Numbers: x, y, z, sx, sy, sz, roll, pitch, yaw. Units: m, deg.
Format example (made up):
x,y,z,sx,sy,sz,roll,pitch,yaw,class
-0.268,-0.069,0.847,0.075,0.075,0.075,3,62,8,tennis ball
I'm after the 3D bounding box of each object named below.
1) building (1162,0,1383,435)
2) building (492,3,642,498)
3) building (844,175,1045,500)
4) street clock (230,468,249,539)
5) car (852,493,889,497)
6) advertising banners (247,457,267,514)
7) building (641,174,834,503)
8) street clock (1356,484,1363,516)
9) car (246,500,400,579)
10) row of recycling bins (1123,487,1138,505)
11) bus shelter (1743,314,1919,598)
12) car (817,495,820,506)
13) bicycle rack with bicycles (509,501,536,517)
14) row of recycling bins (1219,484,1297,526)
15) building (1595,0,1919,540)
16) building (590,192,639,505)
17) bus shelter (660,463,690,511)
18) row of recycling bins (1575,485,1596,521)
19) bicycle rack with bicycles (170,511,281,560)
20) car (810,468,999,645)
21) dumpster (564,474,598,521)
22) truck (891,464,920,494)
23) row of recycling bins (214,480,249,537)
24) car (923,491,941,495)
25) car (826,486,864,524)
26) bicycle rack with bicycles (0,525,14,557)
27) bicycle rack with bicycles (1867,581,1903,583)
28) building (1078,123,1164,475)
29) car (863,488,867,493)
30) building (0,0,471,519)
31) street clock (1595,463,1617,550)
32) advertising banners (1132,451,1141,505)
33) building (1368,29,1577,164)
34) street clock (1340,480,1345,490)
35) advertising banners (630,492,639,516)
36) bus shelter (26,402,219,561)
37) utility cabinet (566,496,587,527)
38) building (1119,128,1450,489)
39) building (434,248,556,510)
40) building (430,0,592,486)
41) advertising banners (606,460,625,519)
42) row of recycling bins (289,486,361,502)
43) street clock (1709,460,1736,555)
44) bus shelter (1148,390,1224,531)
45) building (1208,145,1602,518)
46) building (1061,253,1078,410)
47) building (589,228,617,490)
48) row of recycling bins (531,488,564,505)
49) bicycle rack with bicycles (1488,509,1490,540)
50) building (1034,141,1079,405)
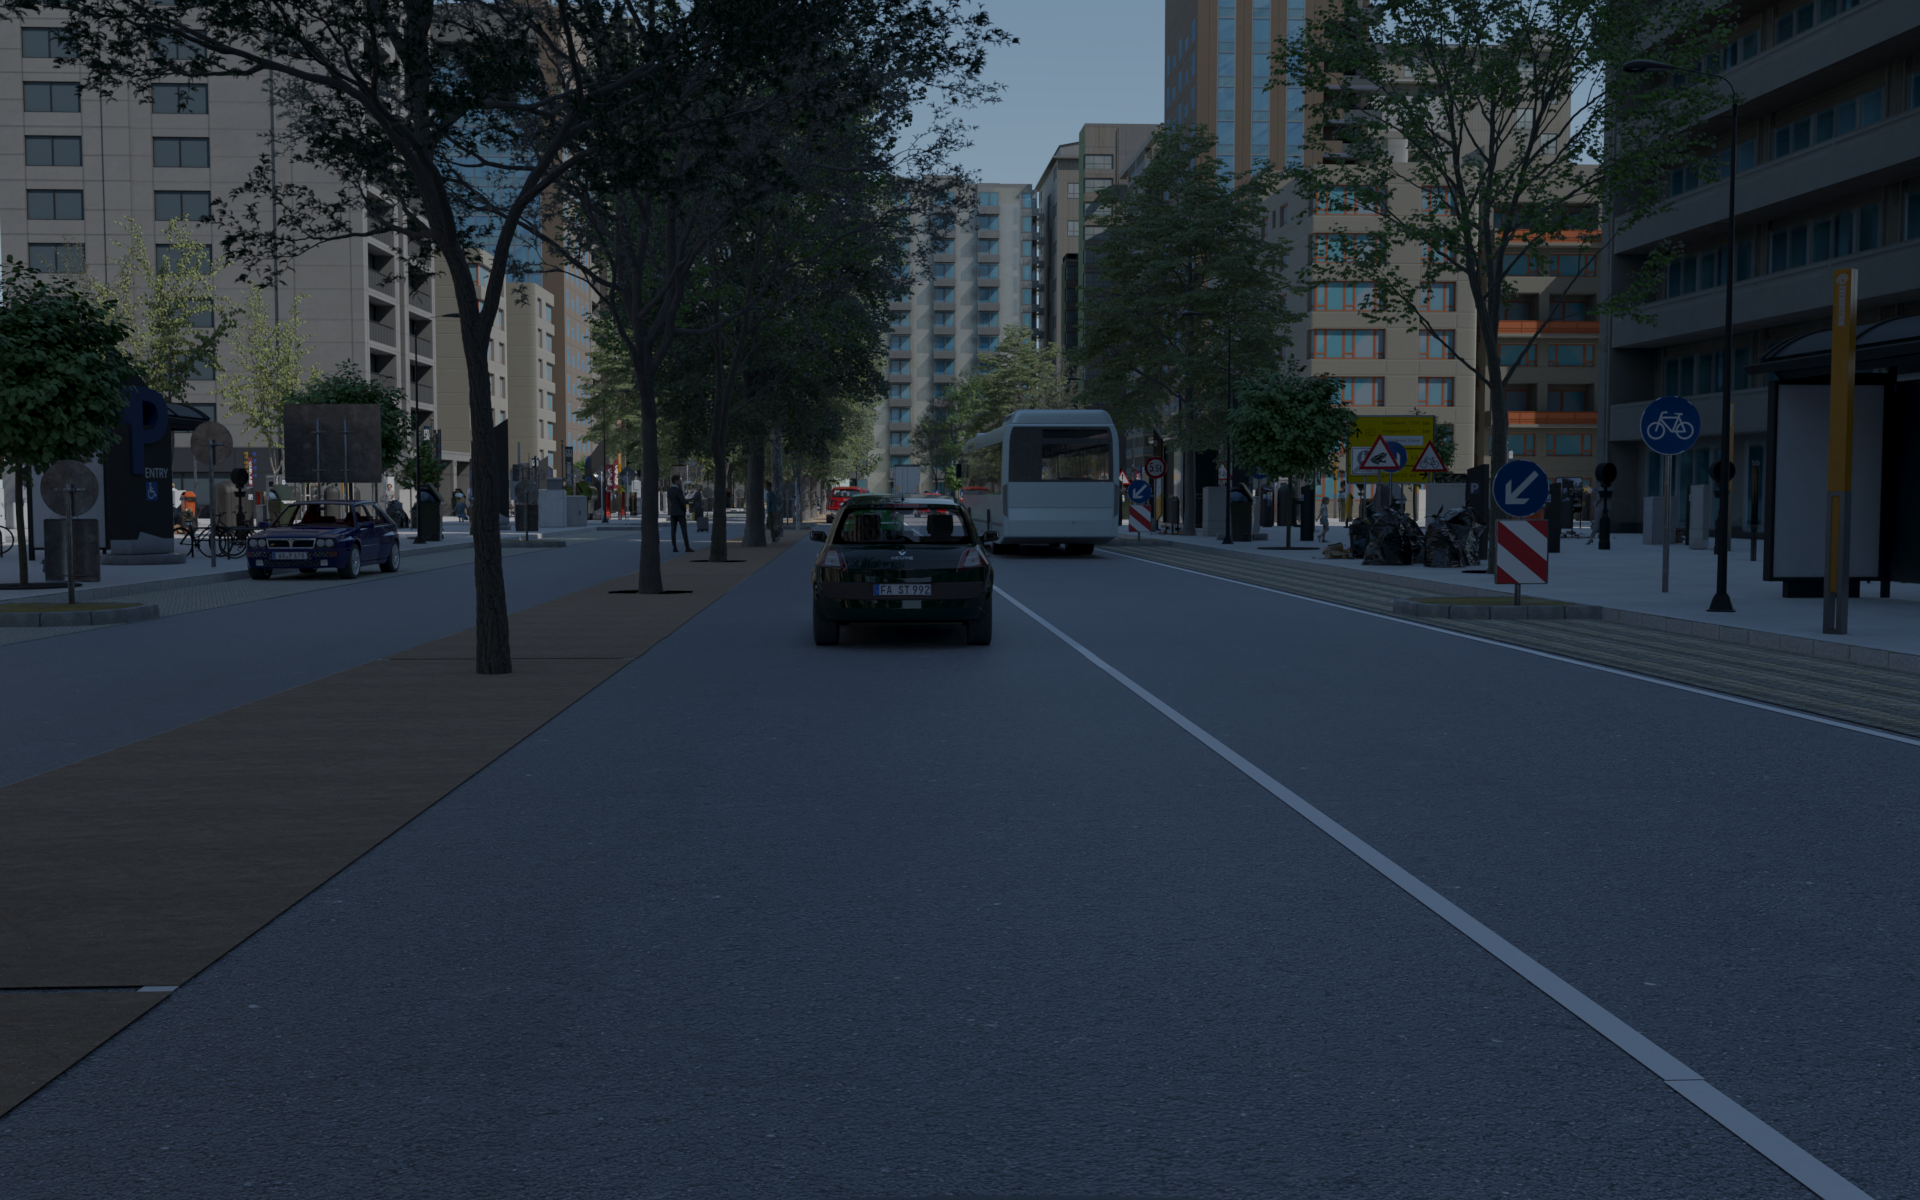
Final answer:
x,y,z,sx,sy,sz,roll,pitch,yaw,class
24.106,-29.752,136.561,14.600,45.320,14.200,0,4,-3,building
-57.605,-50.052,256.609,20.611,71.187,20.563,0,4,-3,building
-2.881,-39.324,262.551,30.456,49.044,23.786,0,4,-3,building
-20.052,-2.671,48.249,0.358,2.002,0.471,1,4,17,street clock
-2.700,-2.746,53.689,1.959,1.807,4.718,0,4,-2,car
-33.551,-5.295,82.759,0.090,3.025,2.074,0,4,3,advertising banners
-33.020,-43.792,257.995,28.212,58.520,21.231,0,4,-3,building
19.350,-4.833,83.587,0.471,2.002,0.358,0,4,3,street clock
-11.047,-1.076,30.178,1.945,1.354,3.894,0,4,-3,car
13.616,-8.313,143.026,3.534,1.692,1.069,-1,4,-18,row of recycling bins
10.875,-1.524,18.846,2.014,3.302,5.546,0,4,-3,bus shelter
-18.013,-12.145,210.372,2.131,1.459,4.920,0,4,-2,car
-23.022,-4.824,92.247,2.925,0.926,2.852,-1,4,-16,bicycle rack with bicycles
11.740,-3.817,69.516,3.534,1.692,1.069,1,4,11,row of recycling bins
32.195,-25.821,45.871,21.300,48.544,21.600,0,4,-3,building
-52.158,-33.457,201.646,28.867,44.769,22.147,0,4,-3,building
-22.062,-8.751,134.361,1.731,3.624,6.357,0,4,-3,bus shelter
30.538,-4.568,81.796,1.069,1.692,3.534,-2,4,-26,row of recycling bins
-14.479,-1.321,34.982,2.925,0.926,2.852,-3,5,-44,bicycle rack with bicycles
-0.573,-0.491,17.813,2.009,1.686,4.222,0,4,-1,car
-18.478,-4.991,84.093,1.502,2.255,1.985,0,4,-3,dumpster
-5.239,-10.990,168.597,2.839,4.237,11.283,0,4,-3,truck
-22.511,-2.834,53.452,1.069,1.692,3.534,-1,4,-23,row of recycling bins
-1.846,-5.951,106.339,2.155,1.783,4.494,0,4,-5,car
-5.523,-4.705,85.597,2.281,1.827,5.304,0,4,-1,car
-20.831,-1.340,35.289,2.925,0.926,2.852,-2,4,-33,bicycle rack with bicycles
14.478,-0.685,24.581,2.925,0.926,2.852,-2,4,-32,bicycle rack with bicycles
20.038,-31.243,194.419,14.154,41.232,14.086,0,4,-3,building
-6.068,-5.473,98.151,2.281,1.827,5.304,0,4,-3,car
-39.287,-40.333,97.690,20.563,71.187,20.611,0,4,-3,building
14.872,-2.162,39.917,0.471,2.002,0.358,-2,4,-28,street clock
7.099,-4.540,70.410,0.090,3.025,2.074,0,4,1,advertising banners
53.430,-37.591,203.853,27.495,52.752,28.713,0,4,-3,building
19.834,-5.177,89.218,0.471,2.002,0.358,-2,4,-24,street clock
-19.899,-6.467,101.921,2.074,3.025,0.090,1,4,14,advertising banners
-17.298,-2.557,35.736,2.014,3.302,5.546,0,4,-3,bus shelter
-15.141,-3.471,67.919,1.020,1.237,0.306,-3,5,-39,utility cabinet
30.037,-29.608,175.973,32.217,40.220,23.993,0,4,-3,building
-48.234,-17.768,135.540,27.650,21.520,28.899,0,4,-3,building
-41.780,-31.028,157.417,14.600,45.320,14.200,0,4,-3,building
-18.141,-5.668,88.859,0.090,3.025,2.074,3,4,36,advertising banners
-31.572,-4.816,85.852,3.534,1.692,1.069,-2,4,-25,row of recycling bins
16.111,-1.962,36.653,0.471,2.002,0.358,0,3,0,street clock
8.128,-5.189,62.475,2.179,5.291,8.768,0,4,-3,bus shelter
32.155,-15.941,105.668,28.899,21.520,27.650,0,4,-3,building
18.926,-26.738,208.859,14.160,30.474,14.107,0,4,-3,building
-42.328,-24.482,171.989,14.160,30.474,14.107,0,4,-3,building
-26.390,-6.279,109.777,3.534,1.692,1.069,-1,4,-16,row of recycling bins
14.862,-2.073,47.281,2.852,0.926,2.925,1,4,9,bicycle rack with bicycles
26.270,-41.373,265.679,27.495,52.752,28.713,0,4,-3,building
